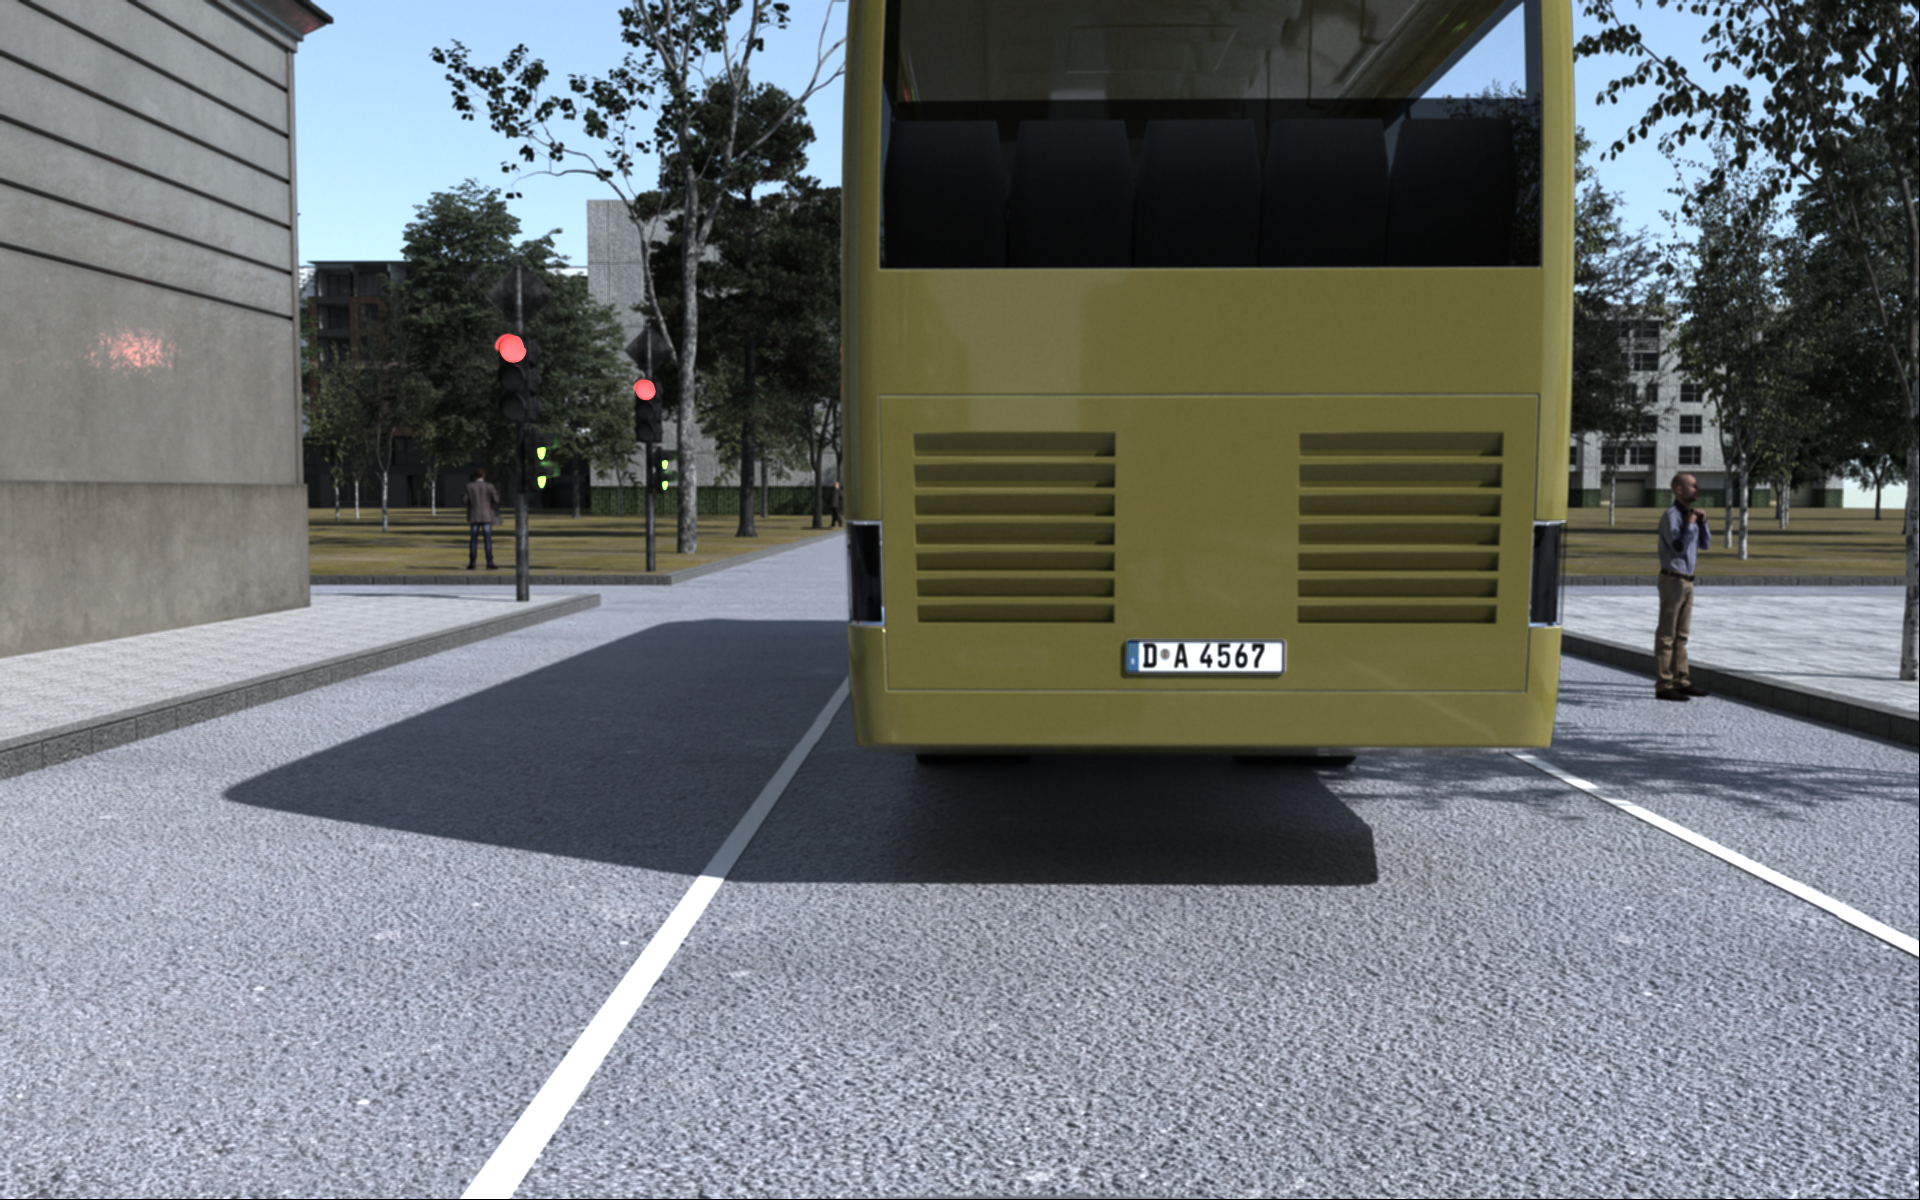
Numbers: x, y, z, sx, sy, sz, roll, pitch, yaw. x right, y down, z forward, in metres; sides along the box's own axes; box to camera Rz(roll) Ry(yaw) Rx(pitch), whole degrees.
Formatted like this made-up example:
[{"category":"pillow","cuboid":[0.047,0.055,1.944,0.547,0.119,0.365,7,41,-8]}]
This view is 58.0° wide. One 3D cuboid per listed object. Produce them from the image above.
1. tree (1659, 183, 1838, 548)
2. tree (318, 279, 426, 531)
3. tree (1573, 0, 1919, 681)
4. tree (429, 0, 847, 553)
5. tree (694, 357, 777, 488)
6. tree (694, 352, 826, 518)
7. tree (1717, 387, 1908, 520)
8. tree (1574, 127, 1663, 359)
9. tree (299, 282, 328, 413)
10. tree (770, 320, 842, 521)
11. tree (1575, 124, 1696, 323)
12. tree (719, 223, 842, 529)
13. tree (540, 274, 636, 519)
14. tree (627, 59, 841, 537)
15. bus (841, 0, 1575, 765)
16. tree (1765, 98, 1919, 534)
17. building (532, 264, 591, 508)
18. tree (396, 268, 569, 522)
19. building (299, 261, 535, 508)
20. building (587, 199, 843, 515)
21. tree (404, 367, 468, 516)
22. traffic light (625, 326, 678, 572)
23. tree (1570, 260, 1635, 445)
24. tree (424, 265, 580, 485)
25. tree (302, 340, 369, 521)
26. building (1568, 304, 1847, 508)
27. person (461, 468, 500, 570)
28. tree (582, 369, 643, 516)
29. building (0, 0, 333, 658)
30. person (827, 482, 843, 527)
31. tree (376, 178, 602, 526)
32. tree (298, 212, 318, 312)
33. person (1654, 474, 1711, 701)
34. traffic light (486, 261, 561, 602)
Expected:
[{"category":"tree","cuboid":[18.165,-5.520,40.615,4.737,8.622,4.395,0,3,0]},{"category":"tree","cuboid":[-19.944,-6.694,59.813,4.360,8.622,3.978,0,3,0]},{"category":"tree","cuboid":[6.331,-3.750,11.669,4.360,8.622,3.978,0,3,0]},{"category":"tree","cuboid":[-5.337,-11.162,38.381,12.611,20.169,13.585,0,3,0]},{"category":"tree","cuboid":[-9.068,-7.382,71.061,4.737,8.622,4.395,0,3,0]},{"category":"tree","cuboid":[-11.073,-10.762,94.089,7.486,12.596,7.792,0,3,0]},{"category":"tree","cuboid":[48.610,-7.514,85.764,20.602,7.101,11.467,2,4,25]},{"category":"tree","cuboid":[9.524,-4.928,30.937,4.737,8.622,4.395,0,3,0]},{"category":"tree","cuboid":[-29.791,-8.899,71.259,9.928,11.665,9.643,0,3,0]},{"category":"tree","cuboid":[-5.491,-9.018,81.849,7.601,10.594,8.767,-3,5,-43]},{"category":"tree","cuboid":[16.598,-8.637,51.586,12.009,13.543,11.850,0,3,0]},{"category":"tree","cuboid":[-5.230,-8.397,63.047,9.928,11.665,9.643,0,3,0]},{"category":"tree","cuboid":[-20.447,-10.524,90.199,7.486,12.596,7.792,0,3,0]},{"category":"tree","cuboid":[-6.108,-8.815,51.556,7.806,13.903,7.818,0,3,0]},{"category":"bus","cuboid":[0.992,-1.251,11.999,2.896,3.916,12.252,0,4,1]},{"category":"tree","cuboid":[30.310,-9.049,54.613,9.857,13.997,8.962,0,3,0]},{"category":"building","cuboid":[-20.721,-19.684,165.814,32.646,21.610,27.936,0,4,1]},{"category":"tree","cuboid":[-21.956,-9.459,80.408,9.928,11.665,9.643,0,3,0]},{"category":"building","cuboid":[-53.369,-19.690,165.913,32.646,21.610,27.936,0,4,1]},{"category":"building","cuboid":[-13.785,-15.502,119.907,16.747,18.905,31.486,0,4,1]},{"category":"tree","cuboid":[-30.697,-9.234,101.330,4.737,8.622,4.395,0,3,0]},{"category":"traffic light","cuboid":[-5.107,-2.406,28.586,0.839,4.213,0.868,0,4,1]},{"category":"tree","cuboid":[26.553,-10.497,79.044,7.806,13.903,7.818,0,3,0]},{"category":"tree","cuboid":[-14.271,-6.393,54.885,4.360,8.622,3.978,0,3,0]},{"category":"tree","cuboid":[-29.844,-8.061,82.154,4.737,8.622,4.395,0,3,0]},{"category":"building","cuboid":[66.715,-18.537,169.542,31.486,18.905,16.747,0,4,1]},{"category":"person","cuboid":[-8.133,-1.378,29.401,0.655,1.722,0.431,0,4,-6]},{"category":"tree","cuboid":[-19.476,-9.073,98.707,4.737,8.622,4.395,0,3,0]},{"category":"building","cuboid":[-21.731,-10.929,11.980,30.059,22.955,16.112,0,4,1]},{"category":"person","cuboid":[-4.854,-3.746,67.850,0.990,1.755,0.434,3,5,39]},{"category":"tree","cuboid":[-19.000,-10.002,70.182,9.857,13.997,8.962,0,3,0]},{"category":"tree","cuboid":[-20.786,-8.045,41.909,12.009,13.543,11.850,0,3,0]},{"category":"person","cuboid":[5.072,-0.097,12.143,0.516,1.574,0.319,-3,5,-41]},{"category":"traffic light","cuboid":[-5.213,-1.918,20.601,0.839,4.213,0.868,0,4,1]}]
